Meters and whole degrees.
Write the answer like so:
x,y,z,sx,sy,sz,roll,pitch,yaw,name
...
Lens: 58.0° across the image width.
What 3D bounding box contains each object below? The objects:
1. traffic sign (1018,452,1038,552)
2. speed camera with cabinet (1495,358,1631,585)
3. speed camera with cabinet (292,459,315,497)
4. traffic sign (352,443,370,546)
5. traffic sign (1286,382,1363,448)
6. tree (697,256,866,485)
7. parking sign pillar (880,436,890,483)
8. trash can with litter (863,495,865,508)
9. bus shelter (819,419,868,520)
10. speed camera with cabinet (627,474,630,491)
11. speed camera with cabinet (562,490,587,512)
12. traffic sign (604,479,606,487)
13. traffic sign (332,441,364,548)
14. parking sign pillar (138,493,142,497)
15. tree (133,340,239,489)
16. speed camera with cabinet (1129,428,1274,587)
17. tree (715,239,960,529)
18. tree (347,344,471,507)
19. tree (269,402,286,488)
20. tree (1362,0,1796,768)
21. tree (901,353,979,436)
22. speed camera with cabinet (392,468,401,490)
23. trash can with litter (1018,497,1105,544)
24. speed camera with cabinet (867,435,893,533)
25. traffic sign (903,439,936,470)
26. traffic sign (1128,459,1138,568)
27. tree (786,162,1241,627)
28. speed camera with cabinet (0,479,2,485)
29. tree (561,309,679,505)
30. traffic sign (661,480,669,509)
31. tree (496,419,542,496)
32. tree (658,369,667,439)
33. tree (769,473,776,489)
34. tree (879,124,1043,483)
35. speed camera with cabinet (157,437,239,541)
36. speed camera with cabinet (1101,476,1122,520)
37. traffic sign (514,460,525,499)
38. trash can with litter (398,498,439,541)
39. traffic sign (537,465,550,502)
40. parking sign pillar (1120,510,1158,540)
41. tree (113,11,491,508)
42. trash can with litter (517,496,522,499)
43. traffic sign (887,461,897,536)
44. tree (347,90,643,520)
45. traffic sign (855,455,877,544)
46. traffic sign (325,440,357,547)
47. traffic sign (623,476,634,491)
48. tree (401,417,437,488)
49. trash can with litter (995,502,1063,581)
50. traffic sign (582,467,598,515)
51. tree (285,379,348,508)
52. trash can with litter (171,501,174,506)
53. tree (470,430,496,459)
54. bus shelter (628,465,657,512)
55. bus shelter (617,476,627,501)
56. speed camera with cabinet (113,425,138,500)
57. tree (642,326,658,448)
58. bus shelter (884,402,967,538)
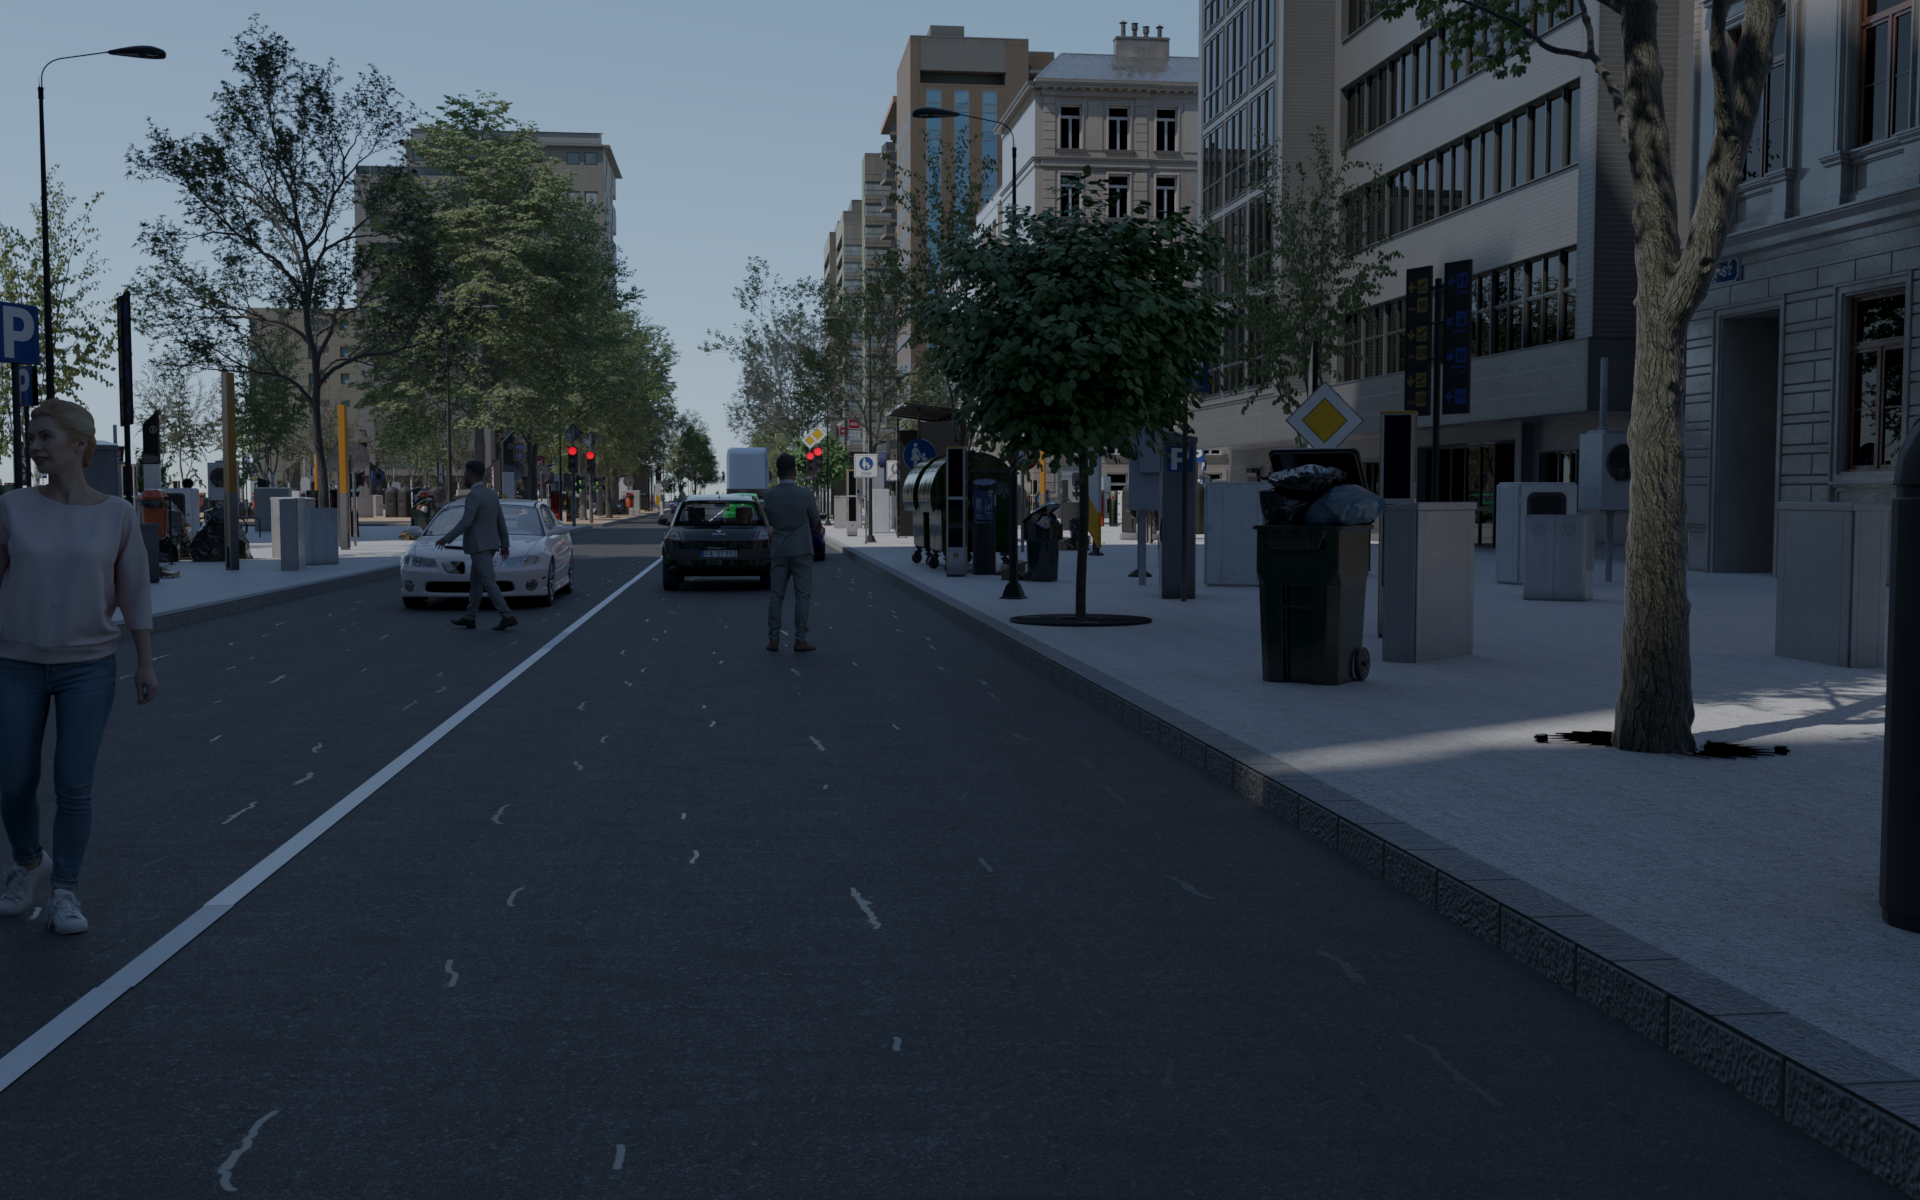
x,y,z,sx,sy,sz,roll,pitch,yaw,name
1.379,-2.328,38.171,0.768,2.556,0.104,0,4,-4,traffic sign
8.739,-1.865,24.831,2.038,3.252,0.660,-1,4,-17,speed camera with cabinet
-36.640,-6.251,96.547,0.660,3.252,2.038,0,4,5,speed camera with cabinet
-15.021,-2.620,42.948,0.768,2.556,0.104,0,4,-5,traffic sign
3.749,-1.021,17.885,0.795,2.450,0.064,0,4,1,traffic sign
-14.082,-17.284,138.481,12.611,20.169,13.585,0,3,0,tree
-3.417,-5.557,79.332,1.447,3.967,1.447,0,4,-1,parking sign pillar
-8.076,-8.664,153.050,1.055,1.170,0.624,1,4,9,trash can with litter
-6.040,-6.863,89.836,2.179,5.291,8.768,0,4,-7,bus shelter
-25.311,-8.478,132.950,0.660,3.252,2.038,0,4,-2,speed camera with cabinet
-27.521,-7.861,122.866,2.038,3.252,0.660,-2,4,-32,speed camera with cabinet
-27.693,-8.341,136.483,0.768,2.556,0.104,0,4,-6,traffic sign
-14.646,-2.529,41.458,0.768,2.556,0.104,0,4,1,traffic sign
-62.806,-8.812,132.540,1.447,3.967,1.447,1,4,17,parking sign pillar
-37.417,-8.164,83.848,4.360,8.622,3.978,0,3,0,tree
3.418,-1.829,24.242,2.038,3.252,0.660,1,4,15,speed camera with cabinet
-3.125,-7.893,63.467,7.601,10.594,8.767,2,4,31,tree
-25.908,-8.028,81.613,4.360,8.622,3.978,0,3,0,tree
-46.224,-10.353,119.641,4.360,8.622,3.978,0,3,0,tree
3.671,-5.058,8.449,9.928,11.665,9.643,0,3,0,tree
-1.042,-8.741,93.271,4.360,8.622,3.978,0,3,0,tree
-42.648,-8.377,131.293,0.660,3.252,2.038,-1,4,-22,speed camera with cabinet
2.530,-2.056,44.667,2.233,1.210,1.678,1,4,17,trash can with litter
-2.724,-3.854,57.351,0.660,3.252,2.038,-1,4,-10,speed camera with cabinet
-0.929,-2.432,39.869,0.768,2.556,0.104,0,4,-1,traffic sign
2.944,-1.725,28.305,0.768,2.556,0.104,0,4,2,traffic sign
1.152,-2.051,17.243,4.285,4.588,4.351,0,3,0,tree
-54.253,-6.316,97.603,0.660,3.252,2.038,-2,4,-33,speed camera with cabinet
-22.336,-12.546,111.782,9.857,13.997,8.962,0,3,0,tree
-25.770,-9.244,151.250,0.768,2.556,0.104,0,4,1,traffic sign
-36.990,-11.937,145.531,4.360,8.622,3.978,0,3,0,tree
-20.583,-11.174,100.818,7.486,12.596,7.792,0,3,0,tree
-6.707,-6.008,81.945,4.285,4.588,4.351,0,3,0,tree
0.184,-5.166,34.822,4.737,8.622,4.395,0,3,0,tree
-20.937,-3.254,47.535,2.038,3.252,0.660,0,4,-6,speed camera with cabinet
7.547,-5.596,85.824,0.660,3.252,2.038,-3,5,-41,speed camera with cabinet
-16.746,-3.981,65.200,0.768,2.556,0.104,0,4,0,traffic sign
-14.990,-2.220,47.679,1.055,1.170,0.624,1,4,18,trash can with litter
-18.357,-4.640,75.977,0.768,2.556,0.104,0,4,2,traffic sign
5.200,-3.669,48.458,1.447,3.967,1.447,1,4,11,parking sign pillar
-13.040,-6.120,34.468,7.601,10.594,8.767,-1,4,-20,tree
-29.417,-6.314,114.620,1.055,1.170,0.624,3,5,40,trash can with litter
-1.940,-3.124,53.205,0.606,2.300,0.079,0,4,1,traffic sign
-13.318,-8.024,49.320,7.486,12.596,7.792,0,3,0,tree
-2.406,-2.585,44.393,0.606,2.300,0.079,0,4,-6,traffic sign
-15.039,-2.565,41.935,0.884,2.594,0.081,0,4,-3,traffic sign
-22.825,-7.291,119.310,0.768,2.556,0.104,0,4,-2,traffic sign
-44.599,-11.840,143.947,4.737,8.622,4.395,0,3,0,tree
0.997,-0.866,25.549,1.055,1.170,0.624,3,4,36,trash can with litter
-17.113,-4.894,80.125,0.768,2.556,0.104,0,4,-6,traffic sign
-39.673,-9.724,109.357,4.360,8.622,3.978,0,3,0,tree
-19.999,-1.976,43.697,0.624,1.170,1.055,-2,4,-35,trash can with litter
-34.583,-10.338,119.393,4.360,8.622,3.978,0,3,0,tree
-23.621,-9.154,127.305,2.179,5.291,8.768,0,4,-7,bus shelter
-27.085,-9.034,141.625,2.014,3.302,5.546,0,4,-7,bus shelter
-23.942,-3.328,48.747,0.660,3.252,2.038,0,4,4,speed camera with cabinet
-18.797,-10.154,84.147,7.486,12.596,7.792,0,3,0,tree
-0.964,-3.445,47.615,1.731,3.624,6.357,0,4,-7,bus shelter
